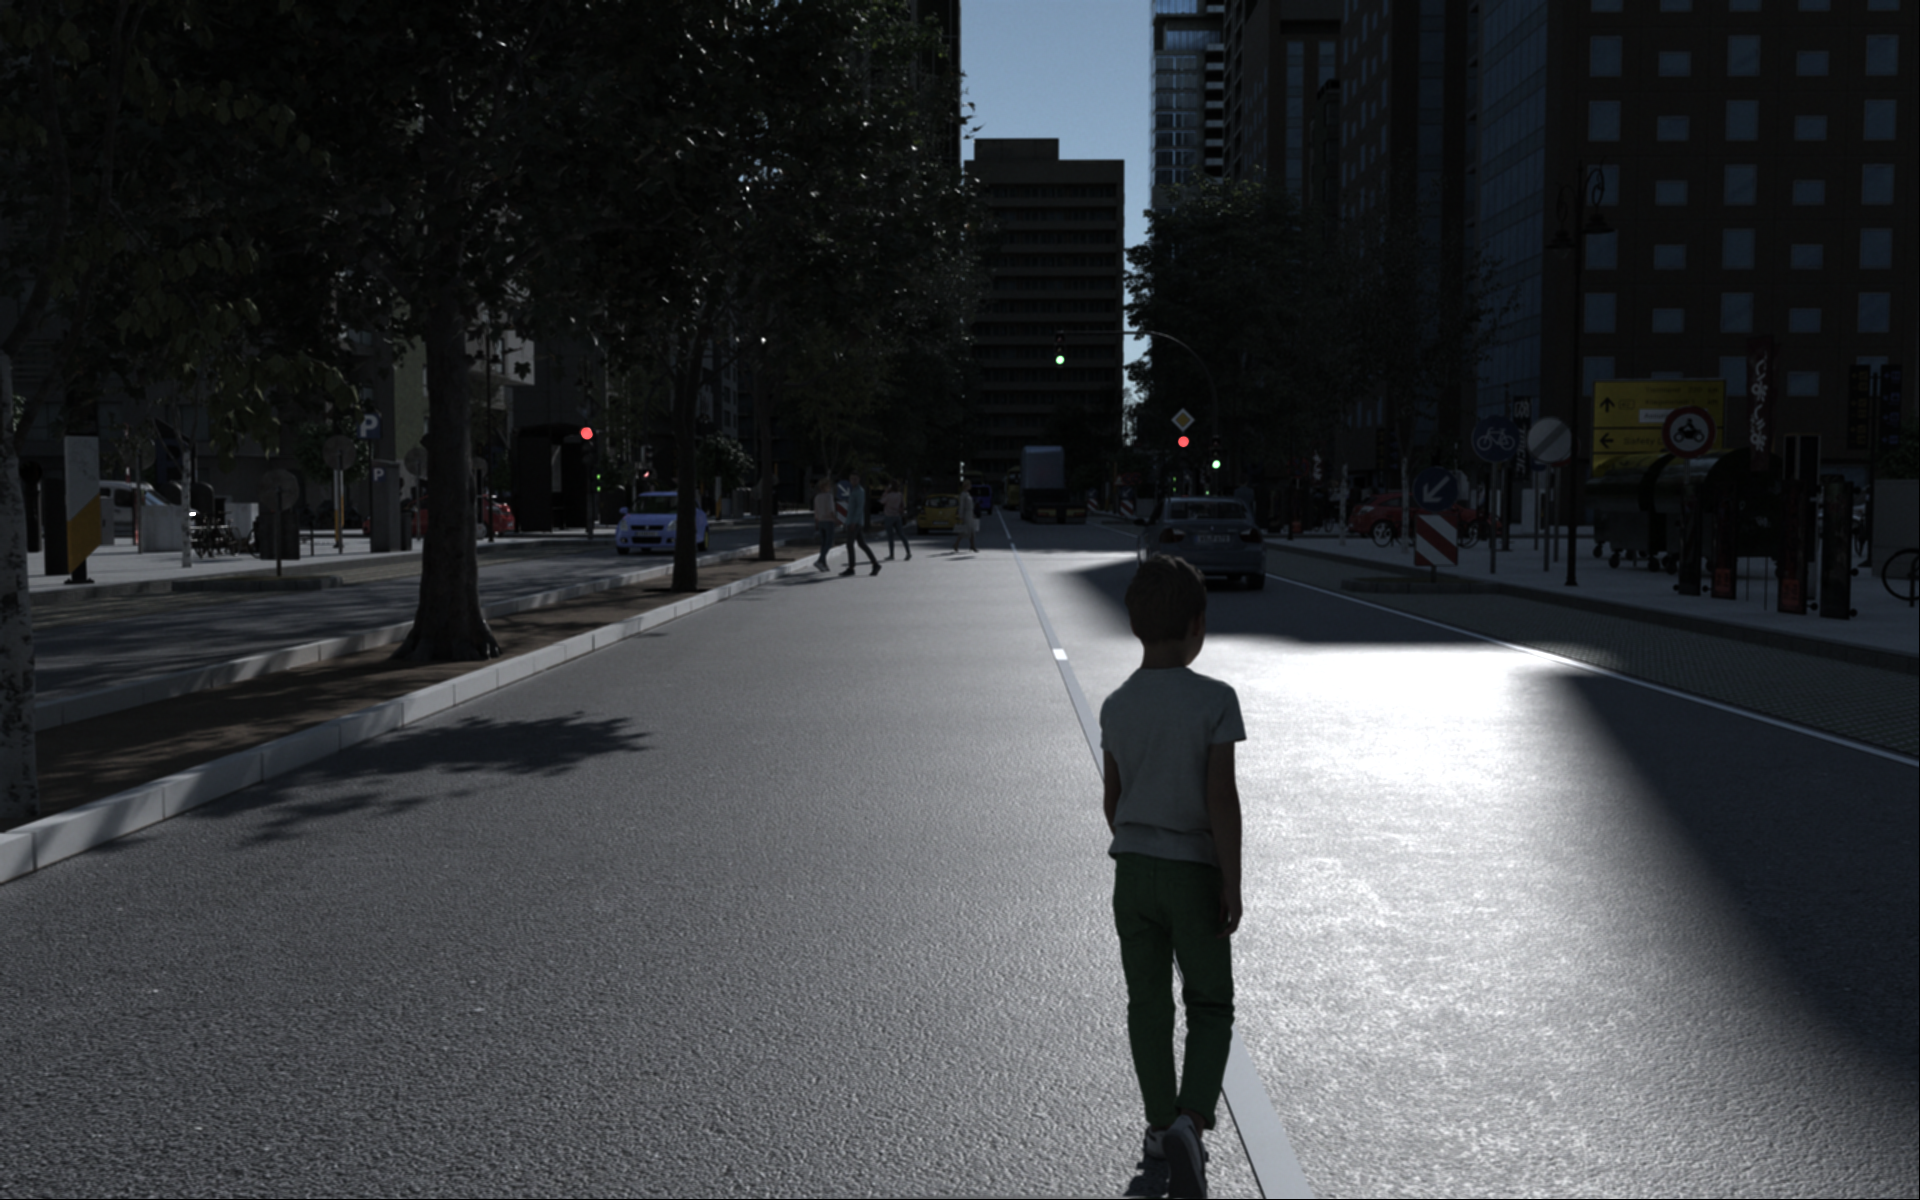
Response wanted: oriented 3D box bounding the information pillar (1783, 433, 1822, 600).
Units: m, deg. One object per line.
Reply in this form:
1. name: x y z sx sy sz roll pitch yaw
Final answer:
1. information pillar: 10.198 -1.011 21.024 0.304 2.012 0.304 0 4 -5

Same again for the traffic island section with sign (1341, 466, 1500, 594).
1. traffic island section with sign: 6.729 -1.039 25.611 1.989 1.847 2.006 0 4 1

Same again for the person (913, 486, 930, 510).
1. person: -1.562 -3.800 70.987 0.716 1.782 0.532 0 4 1

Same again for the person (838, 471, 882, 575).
1. person: -1.767 -1.354 30.495 0.748 1.841 0.638 0 4 2

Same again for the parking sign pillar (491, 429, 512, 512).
1. parking sign pillar: -18.752 -5.033 70.760 1.447 3.967 1.447 -2 4 -35

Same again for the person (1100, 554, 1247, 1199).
1. person: 0.437 0.560 3.595 0.306 1.304 0.590 1 4 8

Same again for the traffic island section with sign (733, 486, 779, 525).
1. traffic island section with sign: -9.553 -4.458 81.509 1.989 1.847 2.006 0 4 1

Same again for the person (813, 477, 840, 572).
1. person: -2.495 -1.393 31.942 0.731 1.740 0.598 2 4 33

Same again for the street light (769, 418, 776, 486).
1. street light: -11.456 -8.113 105.438 0.468 5.910 1.993 0 4 1

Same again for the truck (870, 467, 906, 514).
1. truck: -5.478 -7.918 125.387 3.469 3.379 9.791 0 4 0

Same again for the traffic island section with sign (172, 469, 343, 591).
1. traffic island section with sign: -10.531 -1.078 26.260 1.989 1.847 2.006 0 4 1

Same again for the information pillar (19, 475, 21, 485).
1. information pillar: -33.364 -3.466 61.157 0.304 2.012 0.304 0 4 -8

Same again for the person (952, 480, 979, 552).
1. person: 0.142 -2.076 42.788 0.624 1.780 0.694 2 4 33

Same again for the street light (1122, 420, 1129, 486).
1. street light: 10.182 -8.180 106.537 0.468 5.910 1.993 0 4 1

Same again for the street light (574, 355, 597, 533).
1. street light: -12.303 -5.154 57.060 0.468 5.910 1.993 0 4 1

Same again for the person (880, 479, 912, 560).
1. person: -1.363 -1.748 37.676 0.593 1.750 0.643 -3 5 -40

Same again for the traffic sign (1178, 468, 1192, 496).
1. traffic sign: 10.880 -5.140 84.143 0.768 2.556 0.104 1 4 8

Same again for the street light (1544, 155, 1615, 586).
1. street light: 8.570 -3.139 24.108 0.468 5.910 1.993 0 4 1

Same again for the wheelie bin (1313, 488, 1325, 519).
1. wheelie bin: 17.260 -4.659 84.075 0.693 1.594 0.980 -3 4 -38

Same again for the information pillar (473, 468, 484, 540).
1. information pillar: -13.558 -2.688 48.448 0.304 2.012 0.304 1 4 23

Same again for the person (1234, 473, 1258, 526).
1. person: 5.368 -1.478 32.694 0.581 1.822 0.654 -1 4 -9

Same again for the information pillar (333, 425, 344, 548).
1. information pillar: -14.862 -3.060 41.382 0.183 3.616 0.504 0 4 -6

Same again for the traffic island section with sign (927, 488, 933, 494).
1. traffic island section with sign: -2.383 -7.550 131.581 2.006 1.907 1.989 0 4 1

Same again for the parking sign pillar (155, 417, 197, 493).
1. parking sign pillar: -27.346 -4.401 60.425 1.447 3.967 1.447 -1 4 -16

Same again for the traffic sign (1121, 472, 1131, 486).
1. traffic sign: 9.868 -6.230 101.969 0.768 2.556 0.104 1 4 10

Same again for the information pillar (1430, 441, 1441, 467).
1. information pillar: 20.670 -5.137 75.342 0.504 3.616 0.183 -1 4 -17

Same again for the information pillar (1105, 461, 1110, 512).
1. information pillar: 10.451 -8.023 122.533 0.183 3.616 0.504 2 4 29

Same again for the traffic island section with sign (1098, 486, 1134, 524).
1. traffic island section with sign: 7.737 -4.496 82.137 1.989 1.847 2.006 0 4 1

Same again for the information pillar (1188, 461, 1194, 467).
1. information pillar: 15.013 -7.427 112.779 0.504 3.616 0.183 -1 4 -14

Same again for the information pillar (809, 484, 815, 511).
1. information pillar: -10.926 -7.551 127.944 0.304 2.012 0.304 -2 4 -29

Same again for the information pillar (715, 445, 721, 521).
1. information pillar: -11.467 -5.555 82.177 0.183 3.616 0.504 1 4 14

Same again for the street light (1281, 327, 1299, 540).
1. street light: 9.180 -4.596 47.939 0.468 5.910 1.993 0 4 1

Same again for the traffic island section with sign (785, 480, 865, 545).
1. traffic island section with sign: -3.854 -2.502 49.048 2.006 1.907 1.989 0 4 1

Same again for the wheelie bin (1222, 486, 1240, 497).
1. wheelie bin: 10.331 -3.532 65.658 0.980 1.594 0.693 0 4 -7

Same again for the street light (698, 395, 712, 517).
1. street light: -11.972 -6.638 81.325 0.468 5.910 1.993 0 4 1

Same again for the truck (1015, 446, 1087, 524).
1. truck: 4.707 -6.198 91.094 2.967 4.110 18.799 0 4 0

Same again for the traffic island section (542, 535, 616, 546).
1. traffic island section: -10.457 -1.630 48.931 2.009 0.180 2.903 0 4 1

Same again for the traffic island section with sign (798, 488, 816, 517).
1. traffic island section with sign: -9.058 -6.112 108.561 1.989 1.847 2.006 0 4 1

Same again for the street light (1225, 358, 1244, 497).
1. street light: 9.310 -5.265 58.868 0.468 5.910 1.993 0 4 1

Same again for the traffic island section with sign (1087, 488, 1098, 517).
1. traffic island section with sign: 8.225 -6.179 109.651 1.989 1.847 2.006 0 4 1

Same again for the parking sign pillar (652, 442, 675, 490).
1. parking sign pillar: -15.338 -6.161 89.204 1.447 3.967 1.447 1 4 15

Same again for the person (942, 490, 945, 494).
1. person: -1.396 -8.813 152.674 0.705 1.814 1.350 1 4 18

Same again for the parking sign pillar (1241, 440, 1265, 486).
1. parking sign pillar: 13.884 -5.740 82.319 1.447 3.967 1.447 -3 4 -36

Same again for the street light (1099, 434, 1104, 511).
1. street light: 10.617 -9.638 130.371 0.468 5.910 1.993 0 4 1

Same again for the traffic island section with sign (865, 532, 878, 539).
1. traffic island section with sign: -3.713 -2.955 56.454 2.006 1.907 1.989 0 4 1

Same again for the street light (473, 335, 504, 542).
1. street light: -12.523 -4.483 46.080 0.468 5.910 1.993 0 4 1

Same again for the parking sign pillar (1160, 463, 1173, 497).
1. parking sign pillar: 14.676 -8.122 121.264 1.447 3.967 1.447 3 5 43

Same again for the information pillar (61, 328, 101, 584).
1. information pillar: -12.580 -2.045 24.783 0.183 3.616 0.504 2 4 30

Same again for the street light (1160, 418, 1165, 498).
1. street light: 9.753 -6.723 82.703 0.468 5.910 1.993 0 4 1

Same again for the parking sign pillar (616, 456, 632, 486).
1. parking sign pillar: -22.558 -7.834 116.563 1.447 3.967 1.447 2 4 27
